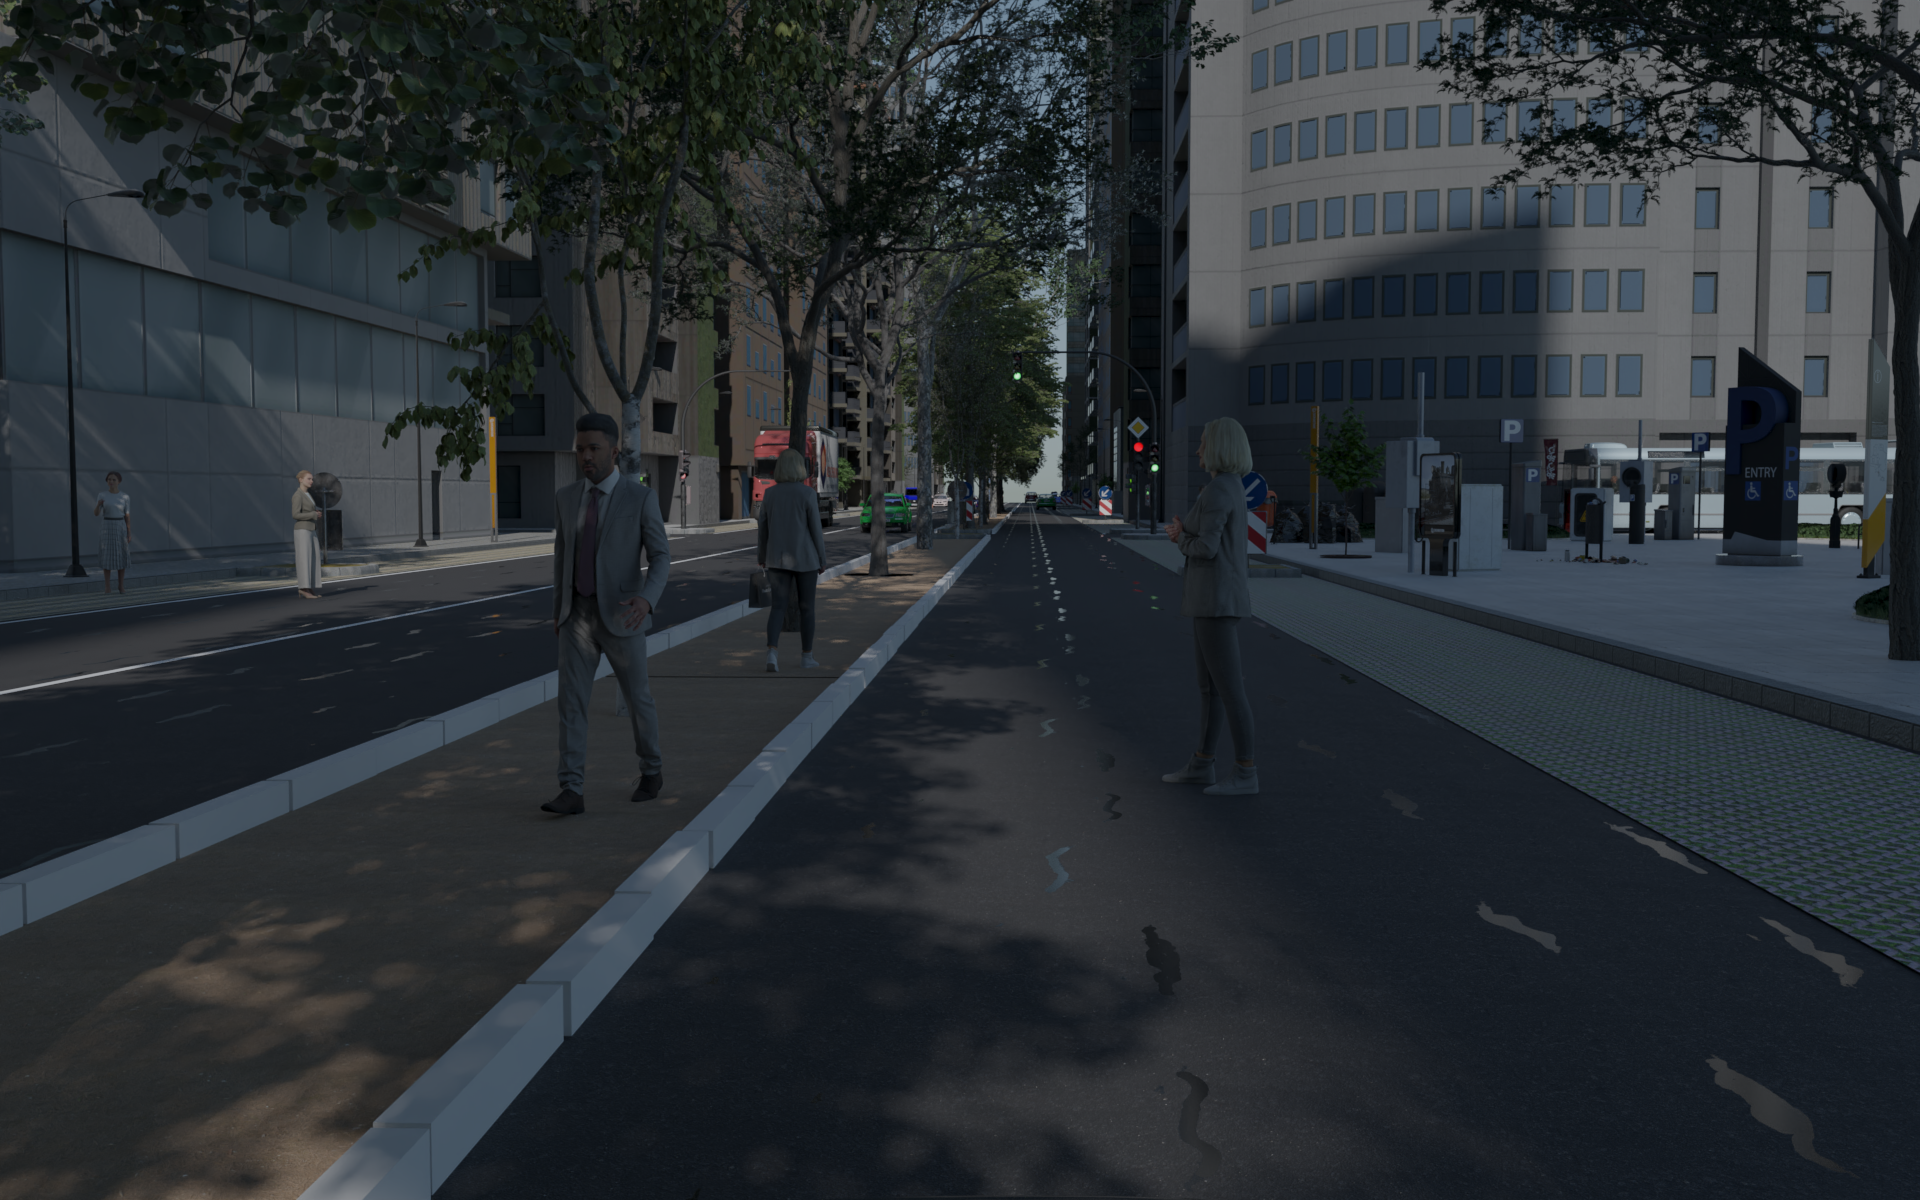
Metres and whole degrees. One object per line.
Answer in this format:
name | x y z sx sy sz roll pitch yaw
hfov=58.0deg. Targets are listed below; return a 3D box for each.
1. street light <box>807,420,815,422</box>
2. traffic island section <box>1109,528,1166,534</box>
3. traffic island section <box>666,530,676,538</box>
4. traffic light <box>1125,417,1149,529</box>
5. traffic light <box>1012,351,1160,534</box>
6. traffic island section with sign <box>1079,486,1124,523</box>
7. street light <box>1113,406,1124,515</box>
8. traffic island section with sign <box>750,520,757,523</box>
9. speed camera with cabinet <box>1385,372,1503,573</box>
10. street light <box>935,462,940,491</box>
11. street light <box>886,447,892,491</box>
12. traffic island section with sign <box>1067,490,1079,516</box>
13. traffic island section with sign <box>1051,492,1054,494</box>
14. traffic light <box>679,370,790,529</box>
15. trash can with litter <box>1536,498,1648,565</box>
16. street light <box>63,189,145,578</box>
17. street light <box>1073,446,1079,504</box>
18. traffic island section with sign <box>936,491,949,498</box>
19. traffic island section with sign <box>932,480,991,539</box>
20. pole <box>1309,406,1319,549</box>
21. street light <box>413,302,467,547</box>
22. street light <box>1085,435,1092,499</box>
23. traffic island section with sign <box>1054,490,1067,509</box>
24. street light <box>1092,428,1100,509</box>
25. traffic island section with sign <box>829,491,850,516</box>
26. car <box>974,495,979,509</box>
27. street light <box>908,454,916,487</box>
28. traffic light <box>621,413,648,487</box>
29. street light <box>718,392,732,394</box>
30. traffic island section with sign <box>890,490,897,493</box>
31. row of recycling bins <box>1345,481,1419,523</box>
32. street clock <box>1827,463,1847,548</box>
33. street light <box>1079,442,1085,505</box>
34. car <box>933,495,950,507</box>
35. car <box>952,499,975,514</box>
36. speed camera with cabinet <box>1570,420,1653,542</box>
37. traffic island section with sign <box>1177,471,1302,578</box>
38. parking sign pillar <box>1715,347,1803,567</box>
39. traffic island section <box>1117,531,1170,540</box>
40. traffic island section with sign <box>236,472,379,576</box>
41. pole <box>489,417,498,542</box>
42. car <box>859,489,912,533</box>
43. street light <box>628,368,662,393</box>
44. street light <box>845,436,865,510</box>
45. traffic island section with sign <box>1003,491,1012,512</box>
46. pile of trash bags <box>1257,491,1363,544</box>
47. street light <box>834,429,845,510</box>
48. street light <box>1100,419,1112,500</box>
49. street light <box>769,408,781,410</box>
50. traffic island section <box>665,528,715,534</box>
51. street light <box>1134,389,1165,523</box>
street light | -9.764 -8.315 108.485 1.470 5.913 1.316 0 4 2
traffic island section | 6.486 -2.496 63.096 2.009 0.180 2.903 0 4 2
traffic island section | -10.509 -2.049 55.783 2.009 0.180 2.903 0 4 2
traffic light | 6.446 -4.530 62.983 0.839 4.253 0.868 0 4 2
traffic light | 4.035 -4.910 54.946 4.771 5.953 1.251 0 4 2
traffic island section with sign | 7.069 -4.722 85.830 1.989 1.847 2.006 0 4 2
street light | 9.030 -7.293 91.786 1.470 5.913 1.316 0 4 2
traffic island section with sign | -9.313 -4.730 85.967 1.989 1.847 2.006 0 4 2
speed camera with cabinet | 8.046 -2.104 28.734 2.038 3.252 0.660 -2 4 -25
street light | -3.509 -18.109 268.621 1.470 5.913 1.316 0 4 2
street light | -7.391 -12.077 169.997 1.470 5.913 1.316 0 4 2
traffic island section with sign | 8.143 -6.379 112.925 1.989 1.847 2.006 0 4 2
traffic island section with sign | 11.204 -11.094 190.020 1.989 1.847 2.006 0 4 2
traffic light | -8.059 -5.438 63.577 4.771 5.953 1.251 0 4 2
trash can with litter | 11.946 -1.300 32.308 1.678 1.210 2.233 -1 4 -10
street light | -13.128 -3.305 26.579 1.470 5.913 1.316 0 4 2
street light | 12.061 -12.001 168.757 1.470 5.913 1.316 0 4 2
traffic island section with sign | -2.951 -14.515 245.945 1.989 1.847 2.006 0 4 2
traffic island section with sign | -0.124 -2.903 55.605 2.006 1.907 1.989 0 4 2
pole | 8.218 -2.834 40.182 0.158 3.312 0.155 0 3 0
street light | -12.582 -4.245 41.947 1.470 5.913 1.316 0 4 2
street light | 10.868 -10.066 137.116 1.470 5.913 1.316 0 4 2
traffic island section with sign | 10.099 -9.393 162.198 1.989 1.847 2.006 0 4 2
street light | 10.251 -9.133 121.873 1.470 5.913 1.316 0 4 2
traffic island section with sign | -8.226 -6.394 113.172 1.989 1.847 2.006 0 4 2
car | 0.977 -9.156 162.281 1.945 1.354 3.894 0 4 3
street light | -6.180 -13.940 200.452 1.470 5.913 1.316 0 4 2
traffic light | -10.470 -4.081 55.646 0.839 4.253 0.868 0 4 2
street light | -11.013 -6.489 78.629 1.470 5.913 1.316 0 4 2
traffic island section with sign | -6.220 -9.486 163.724 1.989 1.847 2.006 0 4 2
row of recycling bins | 13.340 -2.851 53.720 1.069 1.692 3.534 -2 4 -34
street clock | 20.732 -2.228 40.995 0.358 2.002 0.471 0 4 -1
street light | 11.588 -11.088 153.823 1.470 5.913 1.316 0 4 2
car | -2.159 -10.906 190.674 2.083 1.381 4.827 0 4 3
car | 0.152 -6.712 122.319 1.945 1.354 3.894 0 4 4
speed camera with cabinet | 17.516 -3.196 46.590 0.660 3.252 2.038 -3 5 -44
traffic island section with sign | 4.862 -1.334 30.436 1.989 1.847 2.006 0 4 2
parking sign pillar | 14.446 -2.613 31.202 1.447 3.967 1.447 -2 4 -23
traffic island section | 6.169 -2.008 55.117 2.009 0.180 2.903 0 4 2
traffic island section with sign | -11.509 -1.359 30.854 1.989 1.847 2.006 0 4 2
pole | -12.382 -3.188 45.960 0.158 3.312 0.155 0 3 0
car | -2.778 -3.470 65.527 1.959 1.807 4.718 0 4 1
street light | -11.617 -5.575 63.700 1.470 5.913 1.316 0 4 2
street light | -8.630 -10.251 140.141 1.470 5.913 1.316 0 4 2
traffic island section with sign | 3.157 -7.948 138.086 2.006 1.907 1.989 0 4 2
pile of trash bags | 8.914 -2.175 45.309 3.447 1.369 1.912 -3 5 -42
street light | -9.203 -9.235 123.532 1.470 5.913 1.316 0 4 2
street light | 9.572 -8.221 106.947 1.470 5.913 1.316 0 4 2
street light | -10.346 -7.401 93.555 1.470 5.913 1.316 0 4 2
traffic island section | -10.192 -2.537 63.761 2.009 0.180 2.903 0 4 2
street light | 8.402 -6.380 76.858 1.470 5.913 1.316 0 4 2
